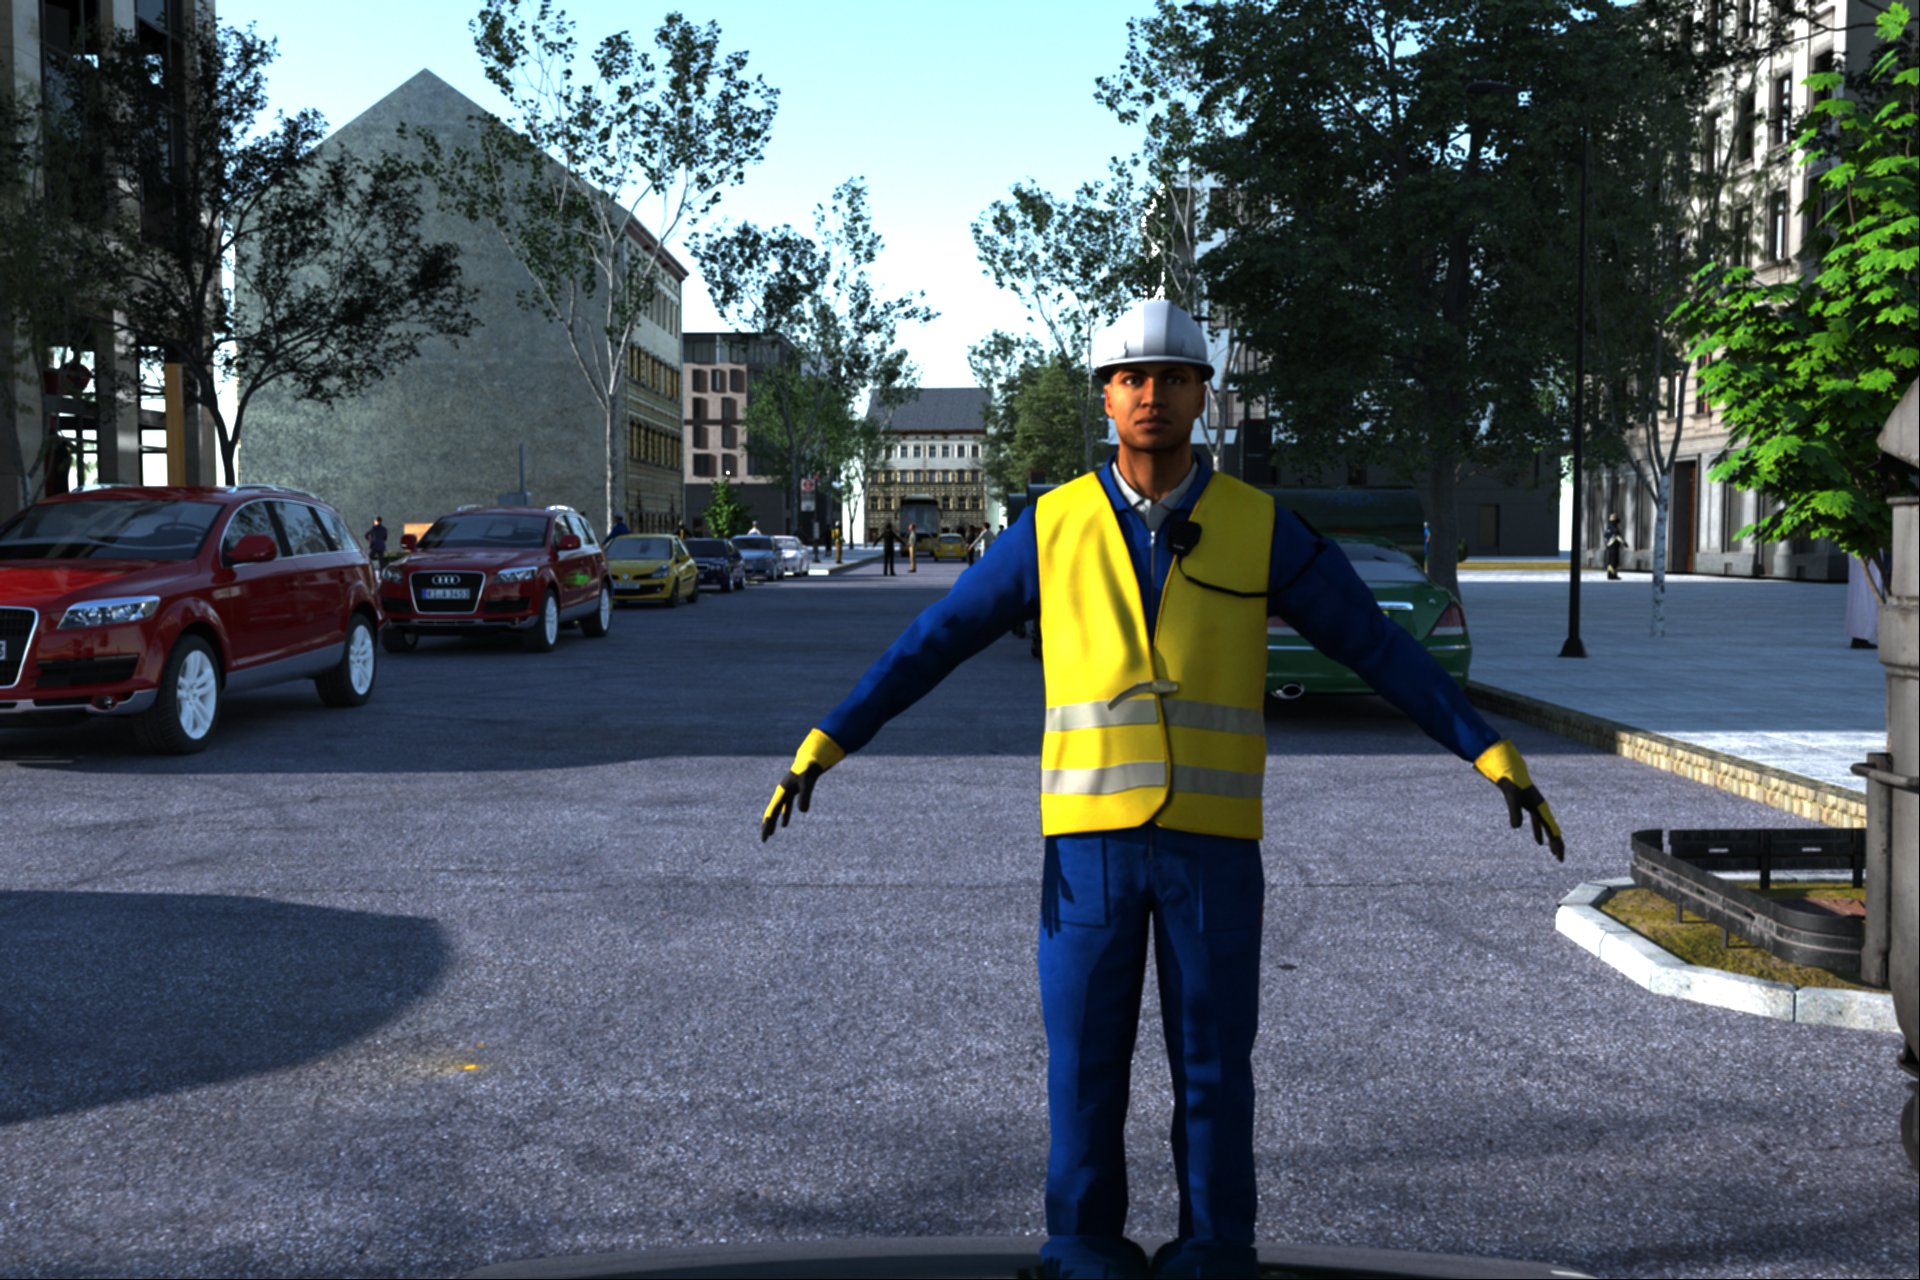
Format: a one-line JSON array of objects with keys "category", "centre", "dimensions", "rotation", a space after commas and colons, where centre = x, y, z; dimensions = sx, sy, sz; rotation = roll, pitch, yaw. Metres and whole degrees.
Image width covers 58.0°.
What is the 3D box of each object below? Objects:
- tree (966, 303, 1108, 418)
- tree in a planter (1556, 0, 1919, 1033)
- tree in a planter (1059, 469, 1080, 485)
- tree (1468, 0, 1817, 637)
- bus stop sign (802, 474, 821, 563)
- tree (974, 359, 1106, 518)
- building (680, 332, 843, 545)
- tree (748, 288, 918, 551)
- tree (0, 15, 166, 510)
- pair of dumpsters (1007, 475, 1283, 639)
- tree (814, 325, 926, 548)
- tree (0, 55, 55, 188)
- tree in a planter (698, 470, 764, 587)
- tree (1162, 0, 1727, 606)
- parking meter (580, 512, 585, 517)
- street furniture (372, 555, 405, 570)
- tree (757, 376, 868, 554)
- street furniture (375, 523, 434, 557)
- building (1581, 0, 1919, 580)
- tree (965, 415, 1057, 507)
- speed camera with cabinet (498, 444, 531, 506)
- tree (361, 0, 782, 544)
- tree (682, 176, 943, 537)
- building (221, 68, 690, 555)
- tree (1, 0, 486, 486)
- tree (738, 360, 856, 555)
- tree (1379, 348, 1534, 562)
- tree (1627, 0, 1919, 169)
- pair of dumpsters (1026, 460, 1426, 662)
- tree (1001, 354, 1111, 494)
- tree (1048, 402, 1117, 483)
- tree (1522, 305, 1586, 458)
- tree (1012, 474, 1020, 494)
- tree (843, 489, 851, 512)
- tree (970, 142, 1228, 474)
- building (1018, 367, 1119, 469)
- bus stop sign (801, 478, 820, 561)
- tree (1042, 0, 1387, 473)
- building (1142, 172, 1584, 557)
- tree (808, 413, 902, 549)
[{"category": "tree", "centre": [7.150, -17.447, 141.154], "dimensions": [12.611, 20.169, 13.585], "rotation": [0, 3, 0]}, {"category": "tree in a planter", "centre": [3.154, -0.525, 5.801], "dimensions": [1.991, 3.239, 1.994], "rotation": [0, 3, 0]}, {"category": "tree in a planter", "centre": [3.194, -3.050, 47.088], "dimensions": [1.991, 3.239, 1.994], "rotation": [0, 4, -1]}, {"category": "tree", "centre": [8.729, -4.332, 21.188], "dimensions": [4.360, 8.622, 3.978], "rotation": [0, 3, 0]}, {"category": "bus stop sign", "centre": [-6.601, -5.404, 77.052], "dimensions": [0.855, 3.939, 0.416], "rotation": [0, 4, 0]}, {"category": "tree", "centre": [5.986, -13.268, 123.586], "dimensions": [9.857, 13.997, 8.962], "rotation": [0, 3, 0]}, {"category": "building", "centre": [-28.278, -21.273, 191.787], "dimensions": [27.936, 21.610, 32.646], "rotation": [0, 4, 1]}, {"category": "tree", "centre": [-9.473, -16.760, 129.913], "dimensions": [12.611, 20.169, 13.585], "rotation": [0, 3, 0]}, {"category": "tree", "centre": [-12.427, -4.456, 23.217], "dimensions": [4.360, 8.622, 3.978], "rotation": [0, 3, 0]}, {"category": "pair of dumpsters", "centre": [2.834, -1.178, 24.215], "dimensions": [4.436, 2.255, 1.574], "rotation": [0, 4, -1]}, {"category": "tree", "centre": [-10.221, -18.523, 158.746], "dimensions": [12.611, 20.169, 13.585], "rotation": [0, 3, 0]}, {"category": "tree", "centre": [-12.247, -4.903, 14.575], "dimensions": [7.601, 10.594, 8.767], "rotation": [3, 5, 39]}, {"category": "tree in a planter", "centre": [-6.498, -3.111, 48.088], "dimensions": [1.991, 3.239, 1.994], "rotation": [0, 4, 0]}, {"category": "tree", "centre": [8.568, -7.590, 30.748], "dimensions": [9.857, 13.997, 8.962], "rotation": [0, 3, 0]}, {"category": "parking meter", "centre": [-10.039, -2.431, 45.463], "dimensions": [0.399, 1.863, 0.255], "rotation": [0, 4, 1]}, {"category": "street furniture", "centre": [-19.531, -2.924, 63.434], "dimensions": [10.072, 0.657, 5.734], "rotation": [-1, 4, -8]}, {"category": "tree", "centre": [-9.657, -11.515, 114.019], "dimensions": [9.928, 11.665, 9.643], "rotation": [0, 3, 0]}, {"category": "street furniture", "centre": [-22.514, -4.193, 75.403], "dimensions": [11.010, 1.723, 9.812], "rotation": [-3, 4, -37]}, {"category": "building", "centre": [26.993, -12.521, 52.942], "dimensions": [9.793, 21.092, 18.267], "rotation": [0, 4, 0]}, {"category": "tree", "centre": [5.626, -15.490, 163.637], "dimensions": [12.009, 13.543, 11.850], "rotation": [0, 3, 0]}, {"category": "speed camera with cabinet", "centre": [-9.780, -2.717, 38.752], "dimensions": [0.660, 3.252, 2.038], "rotation": [0, 4, 1]}, {"category": "tree", "centre": [-13.343, -12.434, 59.185], "dimensions": [12.611, 20.169, 13.585], "rotation": [0, 3, 0]}, {"category": "tree", "centre": [-7.787, -14.409, 91.476], "dimensions": [12.611, 20.169, 13.585], "rotation": [0, 3, 0]}, {"category": "building", "centre": [-25.255, -15.921, 91.240], "dimensions": [19.493, 23.208, 18.063], "rotation": [0, 4, -1]}, {"category": "tree", "centre": [-12.496, -5.837, 29.853], "dimensions": [8.767, 10.594, 7.601], "rotation": [-1, 4, -16]}, {"category": "tree", "centre": [-9.822, -10.939, 104.613], "dimensions": [9.928, 11.665, 9.643], "rotation": [0, 3, 0]}, {"category": "tree", "centre": [22.234, -8.793, 78.184], "dimensions": [7.601, 10.594, 8.767], "rotation": [1, 4, 21]}, {"category": "tree", "centre": [8.846, -4.714, 11.489], "dimensions": [8.767, 10.594, 7.601], "rotation": [2, 4, 25]}, {"category": "pair of dumpsters", "centre": [2.931, -0.903, 19.718], "dimensions": [4.436, 2.255, 1.574], "rotation": [0, 4, -1]}, {"category": "tree", "centre": [6.202, -11.719, 109.730], "dimensions": [7.486, 12.596, 7.792], "rotation": [0, 3, 0]}, {"category": "tree", "centre": [6.260, -8.942, 96.556], "dimensions": [4.360, 8.622, 3.978], "rotation": [0, 3, 0]}, {"category": "tree", "centre": [25.656, -8.697, 67.953], "dimensions": [9.928, 11.665, 9.643], "rotation": [0, 3, 0]}, {"category": "tree", "centre": [5.436, -12.558, 155.681], "dimensions": [4.360, 8.622, 3.978], "rotation": [0, 3, 0]}, {"category": "tree", "centre": [-21.313, -21.309, 258.778], "dimensions": [12.009, 13.543, 11.850], "rotation": [0, 3, 0]}, {"category": "tree", "centre": [7.584, -13.882, 82.852], "dimensions": [12.611, 20.169, 13.585], "rotation": [0, 3, 0]}, {"category": "building", "centre": [21.517, -23.514, 228.421], "dimensions": [27.936, 21.610, 32.646], "rotation": [0, 4, 0]}, {"category": "bus stop sign", "centre": [-6.978, -5.646, 81.014], "dimensions": [0.855, 3.939, 0.416], "rotation": [0, 4, 0]}, {"category": "tree", "centre": [9.050, -12.513, 60.479], "dimensions": [12.611, 20.169, 13.585], "rotation": [0, 3, 0]}, {"category": "building", "centre": [25.641, -16.534, 114.308], "dimensions": [27.936, 21.610, 32.646], "rotation": [0, 3, 0]}, {"category": "tree", "centre": [-8.973, -13.408, 144.982], "dimensions": [9.928, 11.665, 9.643], "rotation": [0, 3, 0]}]
